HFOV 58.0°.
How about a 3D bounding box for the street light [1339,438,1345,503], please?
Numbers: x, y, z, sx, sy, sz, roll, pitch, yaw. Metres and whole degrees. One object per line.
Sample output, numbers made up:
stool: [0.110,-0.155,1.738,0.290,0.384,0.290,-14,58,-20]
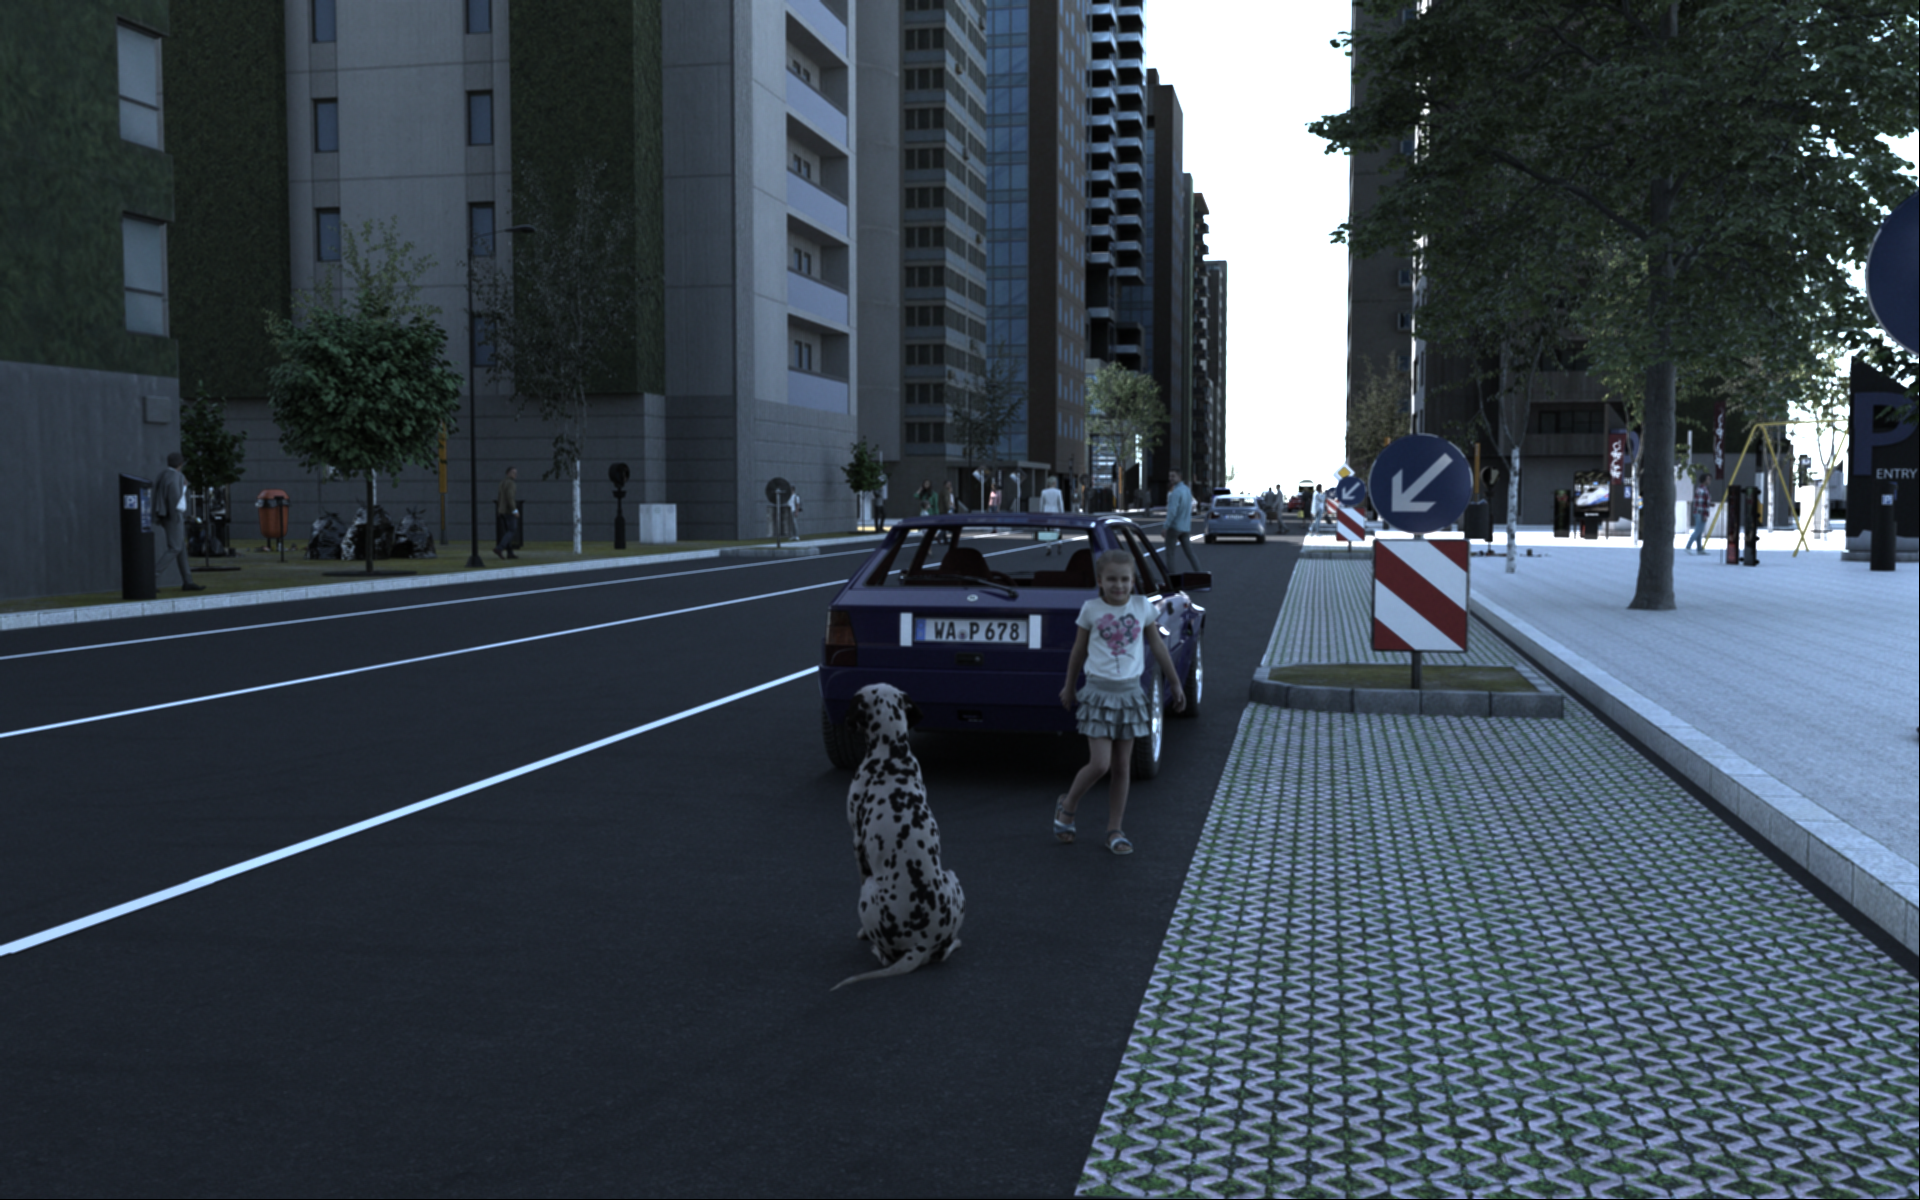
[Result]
street light: [32.452,-10.479,143.872,1.470,5.913,1.316,1,4,12]

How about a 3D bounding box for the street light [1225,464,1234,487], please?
street light: [41.664,-18.089,268.295,1.470,5.913,1.316,1,4,12]

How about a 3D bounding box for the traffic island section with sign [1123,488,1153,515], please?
traffic island section with sign: [12.621,-6.951,122.283,1.989,1.847,2.006,1,4,12]

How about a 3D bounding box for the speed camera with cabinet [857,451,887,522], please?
speed camera with cabinet: [-4.313,-5.289,80.813,2.038,3.252,0.660,3,5,42]

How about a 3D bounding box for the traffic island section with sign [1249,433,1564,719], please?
traffic island section with sign: [3.055,-0.212,12.091,1.989,1.847,2.006,1,4,12]

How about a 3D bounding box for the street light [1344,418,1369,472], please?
street light: [24.415,-8.153,105.838,1.470,5.913,1.316,1,4,12]

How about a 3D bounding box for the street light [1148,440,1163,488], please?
street light: [16.731,-10.789,148.935,1.470,5.913,1.316,1,4,12]

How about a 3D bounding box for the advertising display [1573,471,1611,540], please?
advertising display: [17.694,-2.648,48.504,0.974,1.923,0.123,1,4,21]

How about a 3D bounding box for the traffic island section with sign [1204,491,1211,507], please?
traffic island section with sign: [28.385,-11.571,197.817,1.989,1.847,2.006,1,4,12]

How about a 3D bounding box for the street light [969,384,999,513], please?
street light: [0.951,-6.177,73.532,1.470,5.913,1.316,1,4,12]

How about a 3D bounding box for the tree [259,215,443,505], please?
tree: [-15.602,-5.801,45.209,4.737,8.622,4.395,0,3,0]

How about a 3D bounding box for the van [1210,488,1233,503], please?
van: [26.011,-10.219,171.466,2.240,2.365,5.245,1,4,13]

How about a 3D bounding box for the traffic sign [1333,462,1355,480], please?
traffic sign: [13.947,-3.709,62.833,0.795,2.593,0.064,1,4,12]

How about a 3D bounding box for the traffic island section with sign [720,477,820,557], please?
traffic island section with sign: [-4.386,-1.961,40.688,1.989,1.847,2.006,1,4,12]

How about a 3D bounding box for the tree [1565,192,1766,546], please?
tree: [16.620,-5.615,42.162,4.737,8.622,4.395,0,3,0]

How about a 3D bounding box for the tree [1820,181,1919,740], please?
tree: [5.509,-0.857,8.617,1.663,3.219,1.824,0,3,0]

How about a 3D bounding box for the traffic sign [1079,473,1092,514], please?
traffic sign: [7.746,-6.539,107.023,0.768,2.556,0.104,1,4,13]

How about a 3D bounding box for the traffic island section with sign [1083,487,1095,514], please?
traffic island section with sign: [7.125,-5.337,95.892,1.989,1.847,2.006,1,4,12]

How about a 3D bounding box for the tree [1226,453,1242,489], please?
tree: [47.562,-21.640,304.169,4.737,8.622,4.395,0,3,0]

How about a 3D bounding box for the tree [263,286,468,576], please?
tree: [-9.422,-2.674,27.441,4.285,4.588,4.351,0,3,0]

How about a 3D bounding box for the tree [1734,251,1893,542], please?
tree: [23.113,-5.844,45.906,4.737,8.622,4.395,0,3,0]

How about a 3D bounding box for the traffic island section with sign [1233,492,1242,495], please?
traffic island section with sign: [45.237,-16.514,278.631,1.989,1.847,2.006,1,4,12]

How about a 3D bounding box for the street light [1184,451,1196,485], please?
street light: [24.862,-13.139,187.358,1.470,5.913,1.316,1,4,12]

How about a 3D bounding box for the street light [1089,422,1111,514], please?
street light: [9.015,-8.513,111.735,1.470,5.913,1.316,1,4,12]

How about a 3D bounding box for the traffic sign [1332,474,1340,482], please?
traffic sign: [15.578,-4.187,70.650,0.795,2.593,0.064,1,4,12]

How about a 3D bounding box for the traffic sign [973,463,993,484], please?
traffic sign: [0.838,-3.877,65.577,0.795,2.593,0.064,1,4,12]

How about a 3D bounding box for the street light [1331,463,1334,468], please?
street light: [47.986,-15.064,218.843,1.470,5.913,1.316,1,4,12]

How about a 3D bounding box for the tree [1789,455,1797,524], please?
tree: [35.208,-4.880,74.389,1.663,3.219,1.824,0,3,0]

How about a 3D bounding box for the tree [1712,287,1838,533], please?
tree: [26.361,-6.469,56.123,4.360,8.622,3.978,0,3,0]

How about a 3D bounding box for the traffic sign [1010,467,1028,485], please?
traffic sign: [2.469,-4.355,73.395,0.795,2.593,0.064,1,4,12]

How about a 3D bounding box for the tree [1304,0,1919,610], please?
tree: [7.789,-6.193,19.385,7.486,12.596,7.792,0,3,0]

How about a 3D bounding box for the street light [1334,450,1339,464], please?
street light: [40.108,-12.736,180.776,1.470,5.913,1.316,1,4,12]

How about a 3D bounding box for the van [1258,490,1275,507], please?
van: [31.744,-10.492,178.560,2.013,2.044,4.112,1,4,11]

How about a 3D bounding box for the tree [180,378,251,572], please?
tree: [-12.768,-2.102,28.971,1.663,3.219,1.824,0,3,0]

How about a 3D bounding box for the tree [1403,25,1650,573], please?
tree: [9.060,-4.761,28.208,4.360,8.622,3.978,0,3,0]

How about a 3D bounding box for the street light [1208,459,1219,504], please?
street light: [33.650,-15.738,229.863,1.470,5.913,1.316,1,4,12]

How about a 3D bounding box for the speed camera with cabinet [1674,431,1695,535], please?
speed camera with cabinet: [22.737,-3.698,54.798,0.660,3.252,2.038,1,4,14]

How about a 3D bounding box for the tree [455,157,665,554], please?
tree: [-8.494,-5.305,37.100,4.360,8.622,3.978,0,3,0]

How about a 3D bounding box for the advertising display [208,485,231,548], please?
advertising display: [-17.827,-2.232,41.700,0.974,1.923,0.123,3,5,44]

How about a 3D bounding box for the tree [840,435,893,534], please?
tree: [-3.149,-3.782,56.444,1.663,3.219,1.824,0,3,0]

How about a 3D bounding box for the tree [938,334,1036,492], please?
tree: [1.268,-7.883,79.255,4.360,8.622,3.978,0,3,0]

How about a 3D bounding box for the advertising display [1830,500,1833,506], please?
advertising display: [66.755,-7.798,132.708,0.974,1.923,0.123,-1,4,-14]

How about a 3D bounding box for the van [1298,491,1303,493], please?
van: [53.334,-16.051,269.452,2.013,2.044,4.112,1,4,13]

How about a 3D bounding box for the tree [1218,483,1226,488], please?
tree: [39.953,-16.582,265.717,1.663,3.219,1.824,0,3,0]

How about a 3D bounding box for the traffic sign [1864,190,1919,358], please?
traffic sign: [4.043,-0.421,6.997,0.768,2.556,0.104,1,4,18]

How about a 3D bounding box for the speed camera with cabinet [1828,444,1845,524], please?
speed camera with cabinet: [35.347,-4.540,68.569,2.038,3.252,0.660,3,4,38]

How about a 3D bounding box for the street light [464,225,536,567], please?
street light: [-8.003,-3.525,30.169,1.470,5.913,1.316,1,4,12]

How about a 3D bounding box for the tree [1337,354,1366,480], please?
tree: [21.181,-8.355,86.962,4.360,8.622,3.978,0,3,0]

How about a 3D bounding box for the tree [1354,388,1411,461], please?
tree: [29.081,-10.337,119.370,4.737,8.622,4.395,0,3,0]

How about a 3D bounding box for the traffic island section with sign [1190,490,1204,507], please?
traffic island section with sign: [22.827,-9.943,171.197,1.989,1.847,2.006,1,4,12]

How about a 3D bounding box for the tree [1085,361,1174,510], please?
tree: [12.679,-12.845,135.775,9.928,11.665,9.643,0,3,0]
